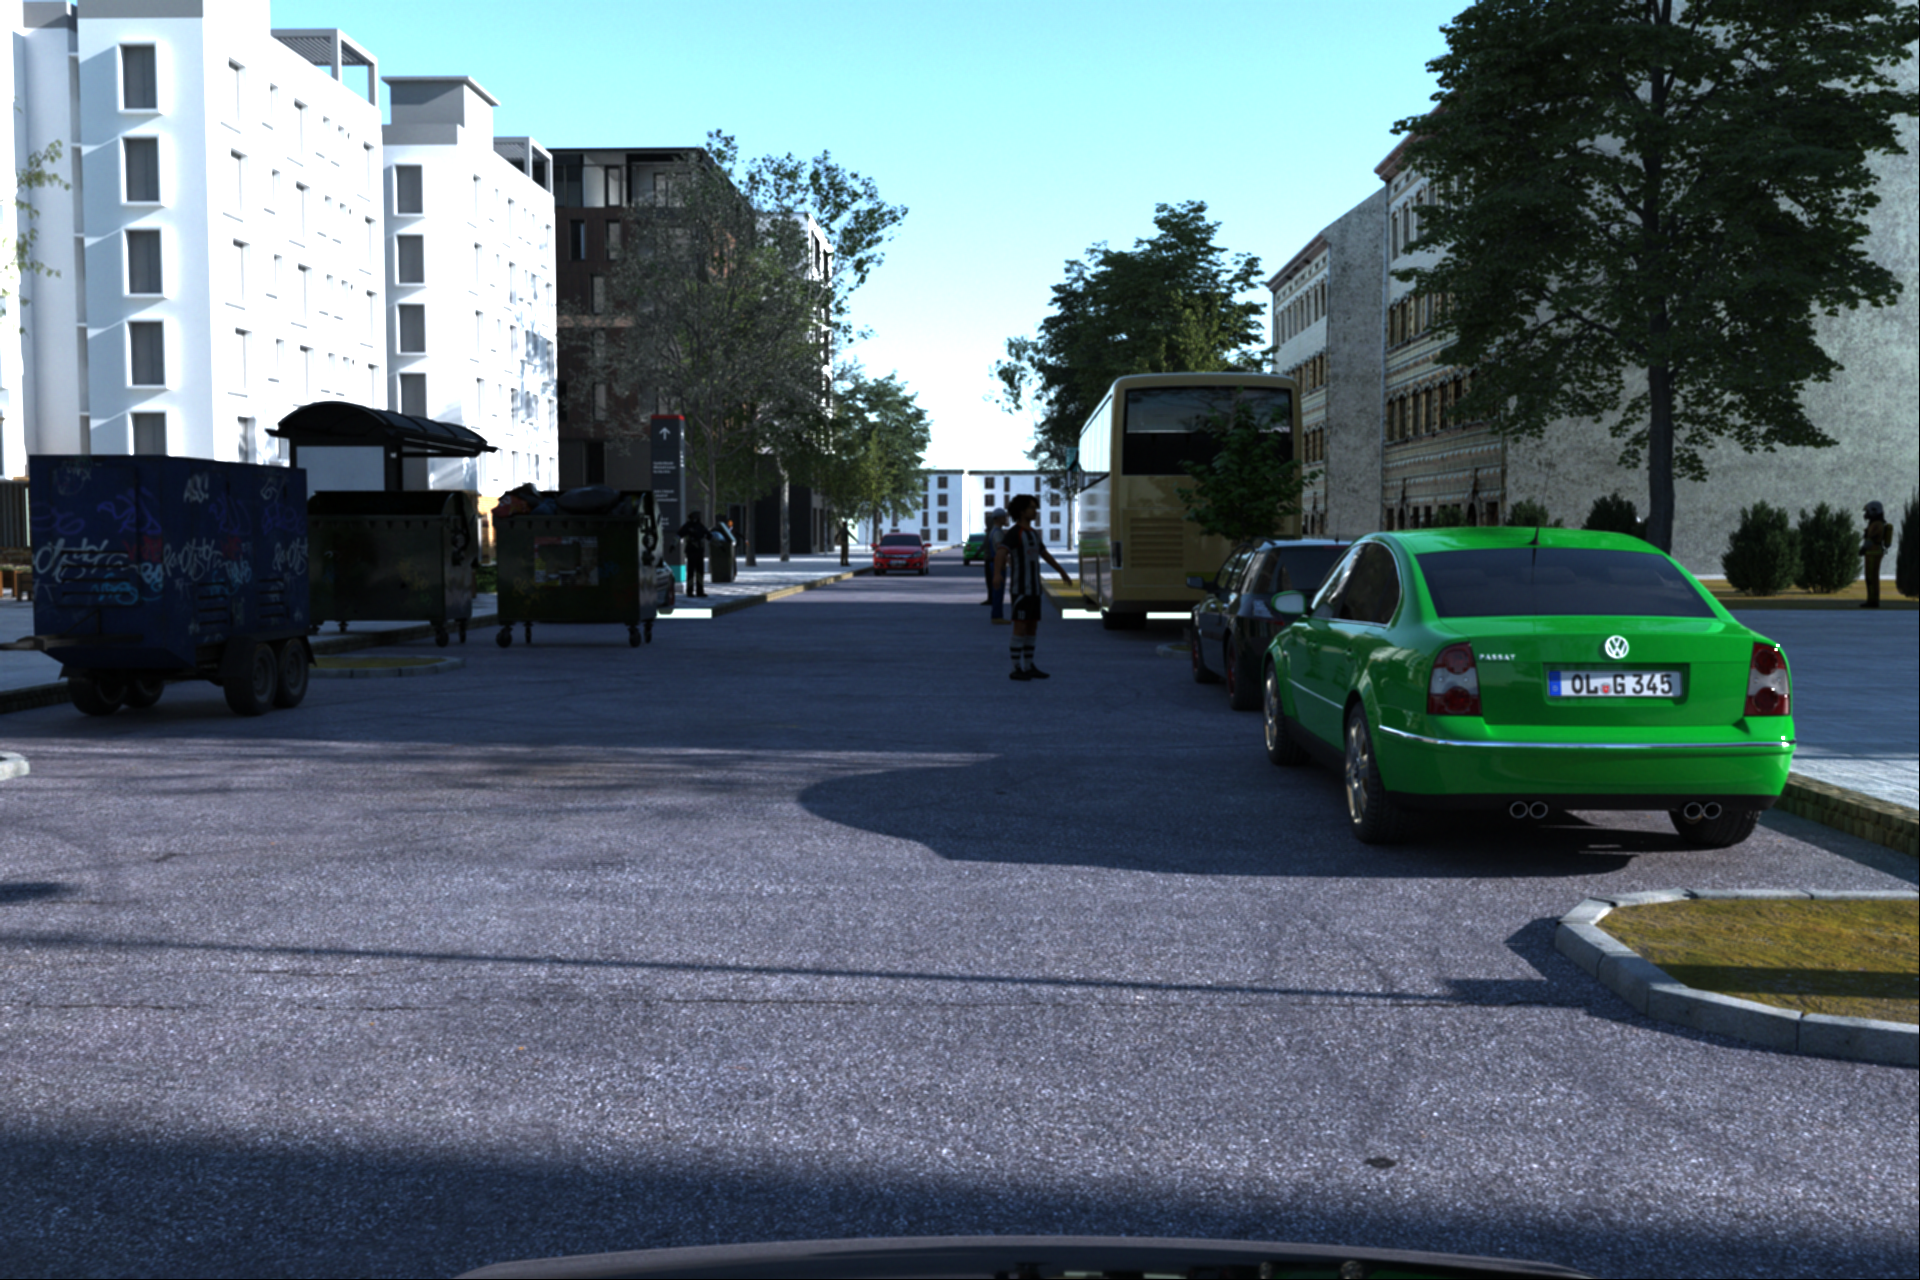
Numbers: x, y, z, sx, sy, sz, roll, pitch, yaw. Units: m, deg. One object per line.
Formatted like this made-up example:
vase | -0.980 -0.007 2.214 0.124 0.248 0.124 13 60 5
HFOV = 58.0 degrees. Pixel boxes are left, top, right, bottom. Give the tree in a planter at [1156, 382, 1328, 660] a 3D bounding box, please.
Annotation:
tree in a planter | 3.353 -1.419 20.426 1.991 3.239 1.994 0 4 1

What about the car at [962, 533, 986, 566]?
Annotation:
car | 1.065 -4.354 79.984 1.959 1.807 4.718 0 4 1

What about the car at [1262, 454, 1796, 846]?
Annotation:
car | 2.759 -0.034 9.351 1.959 1.807 4.718 0 4 2

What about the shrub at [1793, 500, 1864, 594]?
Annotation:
shrub | 18.709 -2.023 37.488 1.690 2.028 1.600 0 3 0

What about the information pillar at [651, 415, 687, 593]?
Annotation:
information pillar | -6.379 -2.969 37.915 0.750 3.857 0.750 0 4 1

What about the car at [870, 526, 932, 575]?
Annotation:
car | -2.055 -3.194 61.266 2.155 1.783 4.494 0 4 2

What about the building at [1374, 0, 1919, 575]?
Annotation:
building | 26.599 -14.175 62.683 19.493 23.208 18.063 0 4 2

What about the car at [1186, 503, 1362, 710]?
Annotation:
car | 3.080 -0.346 15.439 2.009 1.686 4.222 0 4 1

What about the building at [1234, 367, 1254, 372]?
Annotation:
building | 26.848 -21.306 204.776 16.016 20.090 11.380 0 4 1

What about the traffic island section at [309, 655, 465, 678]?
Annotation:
traffic island section | -6.336 0.285 18.205 1.991 0.108 1.994 0 4 2

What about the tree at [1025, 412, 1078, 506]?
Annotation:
tree | 8.863 -11.292 119.042 8.767 10.594 7.601 -1 4 -10

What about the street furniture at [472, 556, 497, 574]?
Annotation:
street furniture | -14.763 -1.939 47.329 10.072 0.657 5.734 -2 4 -30

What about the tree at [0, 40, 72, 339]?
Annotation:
tree | -12.617 -4.246 19.791 4.360 8.622 3.978 0 3 0

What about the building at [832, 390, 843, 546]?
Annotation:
building | -22.708 -21.679 185.373 19.493 23.208 18.063 0 4 2

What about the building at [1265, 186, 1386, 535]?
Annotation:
building | 27.926 -16.190 95.627 19.493 23.208 18.063 0 4 1

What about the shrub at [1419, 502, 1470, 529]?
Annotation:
shrub | 11.562 -2.227 40.831 1.690 2.028 1.600 0 3 0

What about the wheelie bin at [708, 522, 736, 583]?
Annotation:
wheelie bin | -6.275 -2.303 45.560 0.693 1.594 0.980 0 4 2

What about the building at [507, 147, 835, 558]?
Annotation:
building | -23.506 -16.177 108.463 27.936 21.610 32.646 0 4 2

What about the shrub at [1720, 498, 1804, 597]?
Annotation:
shrub | 16.595 -1.919 35.802 1.690 2.028 1.600 0 3 0

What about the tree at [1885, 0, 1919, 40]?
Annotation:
tree | 27.947 -11.289 40.461 12.611 20.169 13.585 0 3 0

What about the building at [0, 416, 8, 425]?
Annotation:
building | -27.768 -12.486 20.794 14.369 24.946 33.146 0 4 2

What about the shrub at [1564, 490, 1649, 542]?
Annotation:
shrub | 11.659 -1.653 31.061 1.661 2.075 1.752 0 3 0

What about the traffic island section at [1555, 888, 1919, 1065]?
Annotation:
traffic island section | 3.044 1.057 5.593 1.991 0.108 1.994 0 4 1

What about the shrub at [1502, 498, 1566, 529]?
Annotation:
shrub | 11.660 -1.934 35.668 1.661 2.075 1.752 0 3 0

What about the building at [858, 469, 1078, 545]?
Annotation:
building | 1.281 -17.116 224.446 28.070 9.664 9.099 1 4 11

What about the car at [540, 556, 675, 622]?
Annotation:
car | -6.024 -1.208 29.536 2.009 1.686 4.222 0 4 2

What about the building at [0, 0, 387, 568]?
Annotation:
building | -27.976 -12.189 55.714 16.016 20.090 11.380 0 4 1

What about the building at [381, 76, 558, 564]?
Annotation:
building | -25.174 -13.253 73.114 16.016 20.090 11.380 0 4 0

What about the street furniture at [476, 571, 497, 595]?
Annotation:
street furniture | -12.848 -1.442 39.195 10.072 0.657 5.734 0 4 1

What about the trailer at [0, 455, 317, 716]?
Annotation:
trailer | -6.213 -0.379 13.246 1.471 1.999 3.904 0 4 1

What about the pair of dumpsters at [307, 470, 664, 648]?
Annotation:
pair of dumpsters | -6.133 -1.060 22.289 4.436 2.255 1.574 0 4 2
